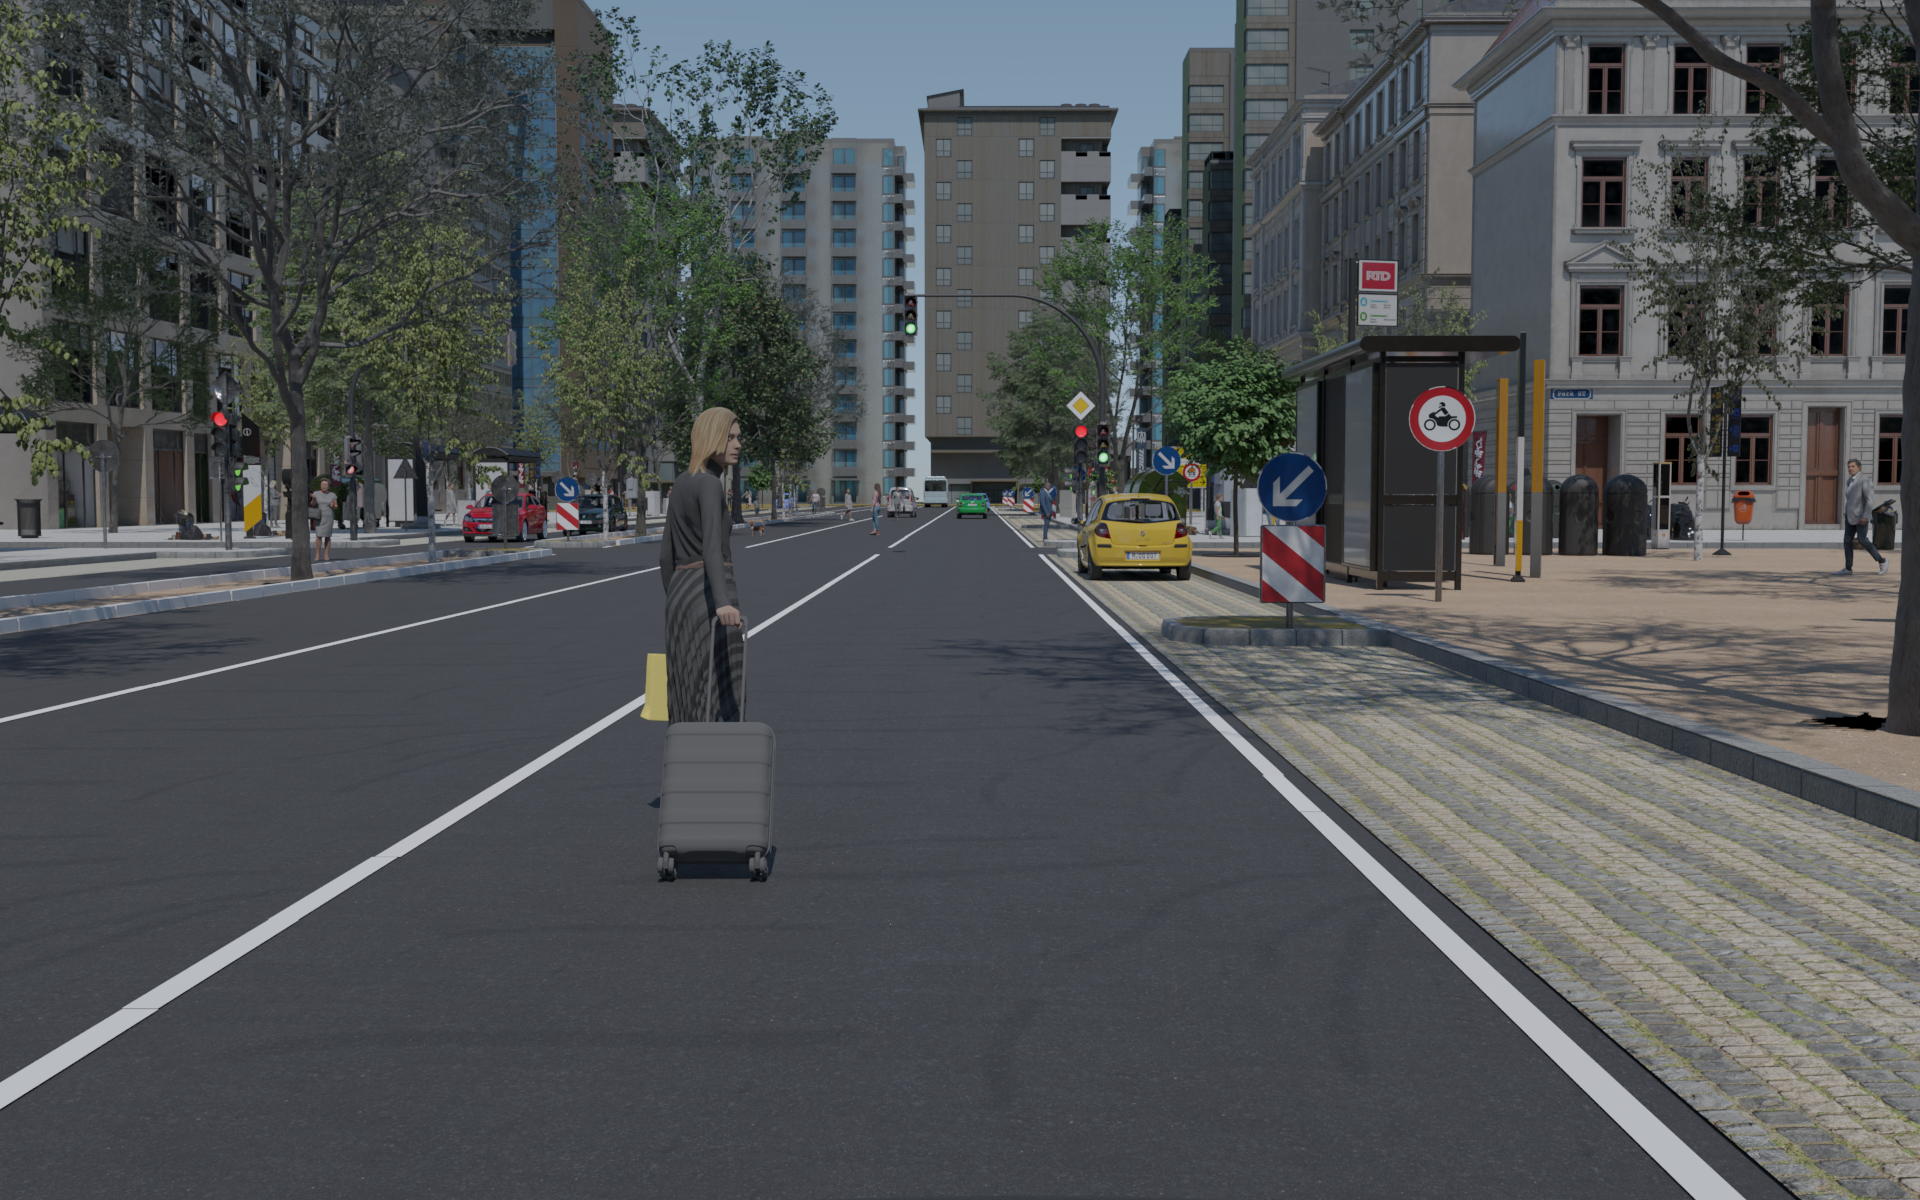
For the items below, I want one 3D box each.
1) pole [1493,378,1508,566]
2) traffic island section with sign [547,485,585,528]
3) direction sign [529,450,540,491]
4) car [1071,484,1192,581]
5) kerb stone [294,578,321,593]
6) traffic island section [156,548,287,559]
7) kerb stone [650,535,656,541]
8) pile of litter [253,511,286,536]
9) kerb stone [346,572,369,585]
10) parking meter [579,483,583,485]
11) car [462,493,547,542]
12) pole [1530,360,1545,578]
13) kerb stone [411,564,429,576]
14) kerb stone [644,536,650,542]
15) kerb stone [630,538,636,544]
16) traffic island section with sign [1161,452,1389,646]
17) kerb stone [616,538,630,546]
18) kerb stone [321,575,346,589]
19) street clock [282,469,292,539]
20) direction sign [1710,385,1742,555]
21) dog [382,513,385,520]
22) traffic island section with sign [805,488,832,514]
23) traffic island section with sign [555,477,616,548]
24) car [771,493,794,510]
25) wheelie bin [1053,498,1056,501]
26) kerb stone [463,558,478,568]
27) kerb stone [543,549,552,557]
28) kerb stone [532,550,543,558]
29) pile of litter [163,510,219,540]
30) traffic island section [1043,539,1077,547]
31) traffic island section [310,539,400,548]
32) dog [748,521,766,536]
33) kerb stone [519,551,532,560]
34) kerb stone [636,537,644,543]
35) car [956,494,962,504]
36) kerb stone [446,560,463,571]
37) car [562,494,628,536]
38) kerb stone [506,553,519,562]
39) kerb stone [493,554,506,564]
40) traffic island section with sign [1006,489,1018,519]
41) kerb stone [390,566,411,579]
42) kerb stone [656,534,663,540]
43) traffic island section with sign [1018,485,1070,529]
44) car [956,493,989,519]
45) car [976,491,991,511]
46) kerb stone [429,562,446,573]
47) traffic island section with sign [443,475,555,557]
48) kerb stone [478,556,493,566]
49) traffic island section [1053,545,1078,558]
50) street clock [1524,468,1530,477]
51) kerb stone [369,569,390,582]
[{"bbox_3d":[9.573,-2.252,30.656,0.158,3.312,0.155,0,3,0],"label":"pole"},{"bbox_3d":[-16.161,-3.930,72.891,1.989,1.847,2.006,0,4,1],"label":"traffic island section with sign"},{"bbox_3d":[-21.965,-5.959,89.427,0.876,3.537,0.379,3,4,36],"label":"direction sign"},{"bbox_3d":[2.962,-1.207,29.959,2.015,1.641,3.980,0,3,0],"label":"car"},{"bbox_3d":[-9.741,-0.208,25.625,0.120,0.150,1.000,0,4,1],"label":"kerb stone"},{"bbox_3d":[-16.793,-1.068,39.741,2.009,0.180,2.903,0,4,1],"label":"traffic island section"},{"bbox_3d":[-9.488,-1.870,52.796,0.120,0.150,1.000,0,4,1],"label":"kerb stone"},{"bbox_3d":[-21.250,-2.395,53.116,1.176,0.858,1.719,-2,4,-29],"label":"pile of litter"},{"bbox_3d":[-9.713,-0.335,27.671,0.120,0.150,1.000,0,4,1],"label":"kerb stone"},{"bbox_3d":[-19.620,-5.120,89.418,0.255,1.863,0.399,1,4,13],"label":"parking meter"},{"bbox_3d":[-13.851,-2.677,52.807,2.155,1.783,4.494,0,4,-1],"label":"car"},{"bbox_3d":[8.814,-1.993,26.427,0.158,3.312,0.155,0,3,0],"label":"pole"},{"bbox_3d":[-9.693,-0.522,30.756,0.120,0.150,1.000,0,4,1],"label":"kerb stone"},{"bbox_3d":[-9.496,-1.809,51.773,0.120,0.150,1.000,0,4,1],"label":"kerb stone"},{"bbox_3d":[-9.522,-1.683,49.720,0.120,0.150,1.000,0,4,1],"label":"kerb stone"},{"bbox_3d":[3.043,-0.522,17.169,1.989,1.847,2.006,0,4,1],"label":"traffic island section with sign"},{"bbox_3d":[-9.522,-1.621,48.698,0.120,0.150,1.000,0,4,1],"label":"kerb stone"},{"bbox_3d":[-9.727,-0.272,26.646,0.120,0.150,1.000,0,4,1],"label":"kerb stone"},{"bbox_3d":[-19.203,-2.750,49.540,0.358,2.002,0.471,0,4,-5],"label":"street clock"},{"bbox_3d":[16.032,-2.712,36.338,0.379,3.537,0.876,-1,4,-17],"label":"direction sign"},{"bbox_3d":[-28.284,-4.149,84.669,0.540,0.507,0.406,-3,4,-36],"label":"dog"},{"bbox_3d":[-9.885,-6.992,122.460,2.006,1.907,1.989,0,4,1],"label":"traffic island section with sign"},{"bbox_3d":[-10.572,-2.397,47.324,2.006,1.907,1.989,0,4,1],"label":"traffic island section with sign"},{"bbox_3d":[-15.590,-8.742,152.516,1.945,1.707,3.694,0,3,0],"label":"car"},{"bbox_3d":[5.619,-6.100,107.637,0.693,1.594,0.980,0,4,2],"label":"wheelie bin"},{"bbox_3d":[-9.664,-0.710,33.828,0.120,0.150,1.000,0,4,1],"label":"kerb stone"},{"bbox_3d":[-9.598,-1.088,39.983,0.120,0.150,1.000,0,4,1],"label":"kerb stone"},{"bbox_3d":[-9.612,-1.025,38.954,0.120,0.150,1.000,0,4,1],"label":"kerb stone"},{"bbox_3d":[-21.595,-2.123,48.677,1.719,0.858,1.176,3,4,37],"label":"pile of litter"},{"bbox_3d":[3.321,-1.545,47.535,2.009,0.180,2.903,0,4,1],"label":"traffic island section"},{"bbox_3d":[-16.719,-1.556,47.725,2.009,0.180,2.903,0,4,1],"label":"traffic island section"},{"bbox_3d":[-6.876,-2.413,58.742,0.540,0.507,0.406,-1,4,-23],"label":"dog"},{"bbox_3d":[-9.629,-0.960,37.932,0.120,0.150,1.000,0,4,1],"label":"kerb stone"},{"bbox_3d":[-9.499,-1.744,50.745,0.120,0.150,1.000,0,4,1],"label":"kerb stone"},{"bbox_3d":[0.668,-8.991,158.804,2.131,1.459,4.920,0,4,2],"label":"car"},{"bbox_3d":[-9.667,-0.649,32.806,0.120,0.150,1.000,0,4,1],"label":"kerb stone"},{"bbox_3d":[-12.738,-3.102,60.503,2.009,1.686,4.222,0,4,-1],"label":"car"},{"bbox_3d":[-9.641,-0.899,36.900,0.120,0.150,1.000,0,4,1],"label":"kerb stone"},{"bbox_3d":[-9.644,-0.836,35.872,0.120,0.150,1.000,0,4,1],"label":"kerb stone"},{"bbox_3d":[3.816,-5.598,100.155,1.989,1.847,2.006,0,4,1],"label":"traffic island section with sign"},{"bbox_3d":[-9.696,-0.457,29.729,0.120,0.150,1.000,0,4,1],"label":"kerb stone"},{"bbox_3d":[-9.474,-1.934,53.818,0.120,0.150,1.000,0,4,1],"label":"kerb stone"},{"bbox_3d":[3.550,-3.884,72.133,1.989,1.847,2.006,0,4,1],"label":"traffic island section with sign"},{"bbox_3d":[0.715,-5.677,101.621,1.959,1.807,4.718,0,4,1],"label":"car"},{"bbox_3d":[1.596,-8.208,143.791,1.945,1.707,3.694,0,4,-1],"label":"car"},{"bbox_3d":[-9.682,-0.586,31.778,0.120,0.150,1.000,0,4,1],"label":"kerb stone"},{"bbox_3d":[-10.650,-1.944,39.918,2.006,1.907,1.989,0,4,1],"label":"traffic island section with sign"},{"bbox_3d":[-9.647,-0.774,34.850,0.120,0.150,1.000,0,4,1],"label":"kerb stone"},{"bbox_3d":[3.247,-1.056,39.551,2.009,0.180,2.903,0,4,1],"label":"traffic island section"},{"bbox_3d":[15.442,-2.629,47.550,0.358,2.002,0.471,0,4,-5],"label":"street clock"},{"bbox_3d":[-9.715,-0.398,28.702,0.120,0.150,1.000,0,4,1],"label":"kerb stone"}]
